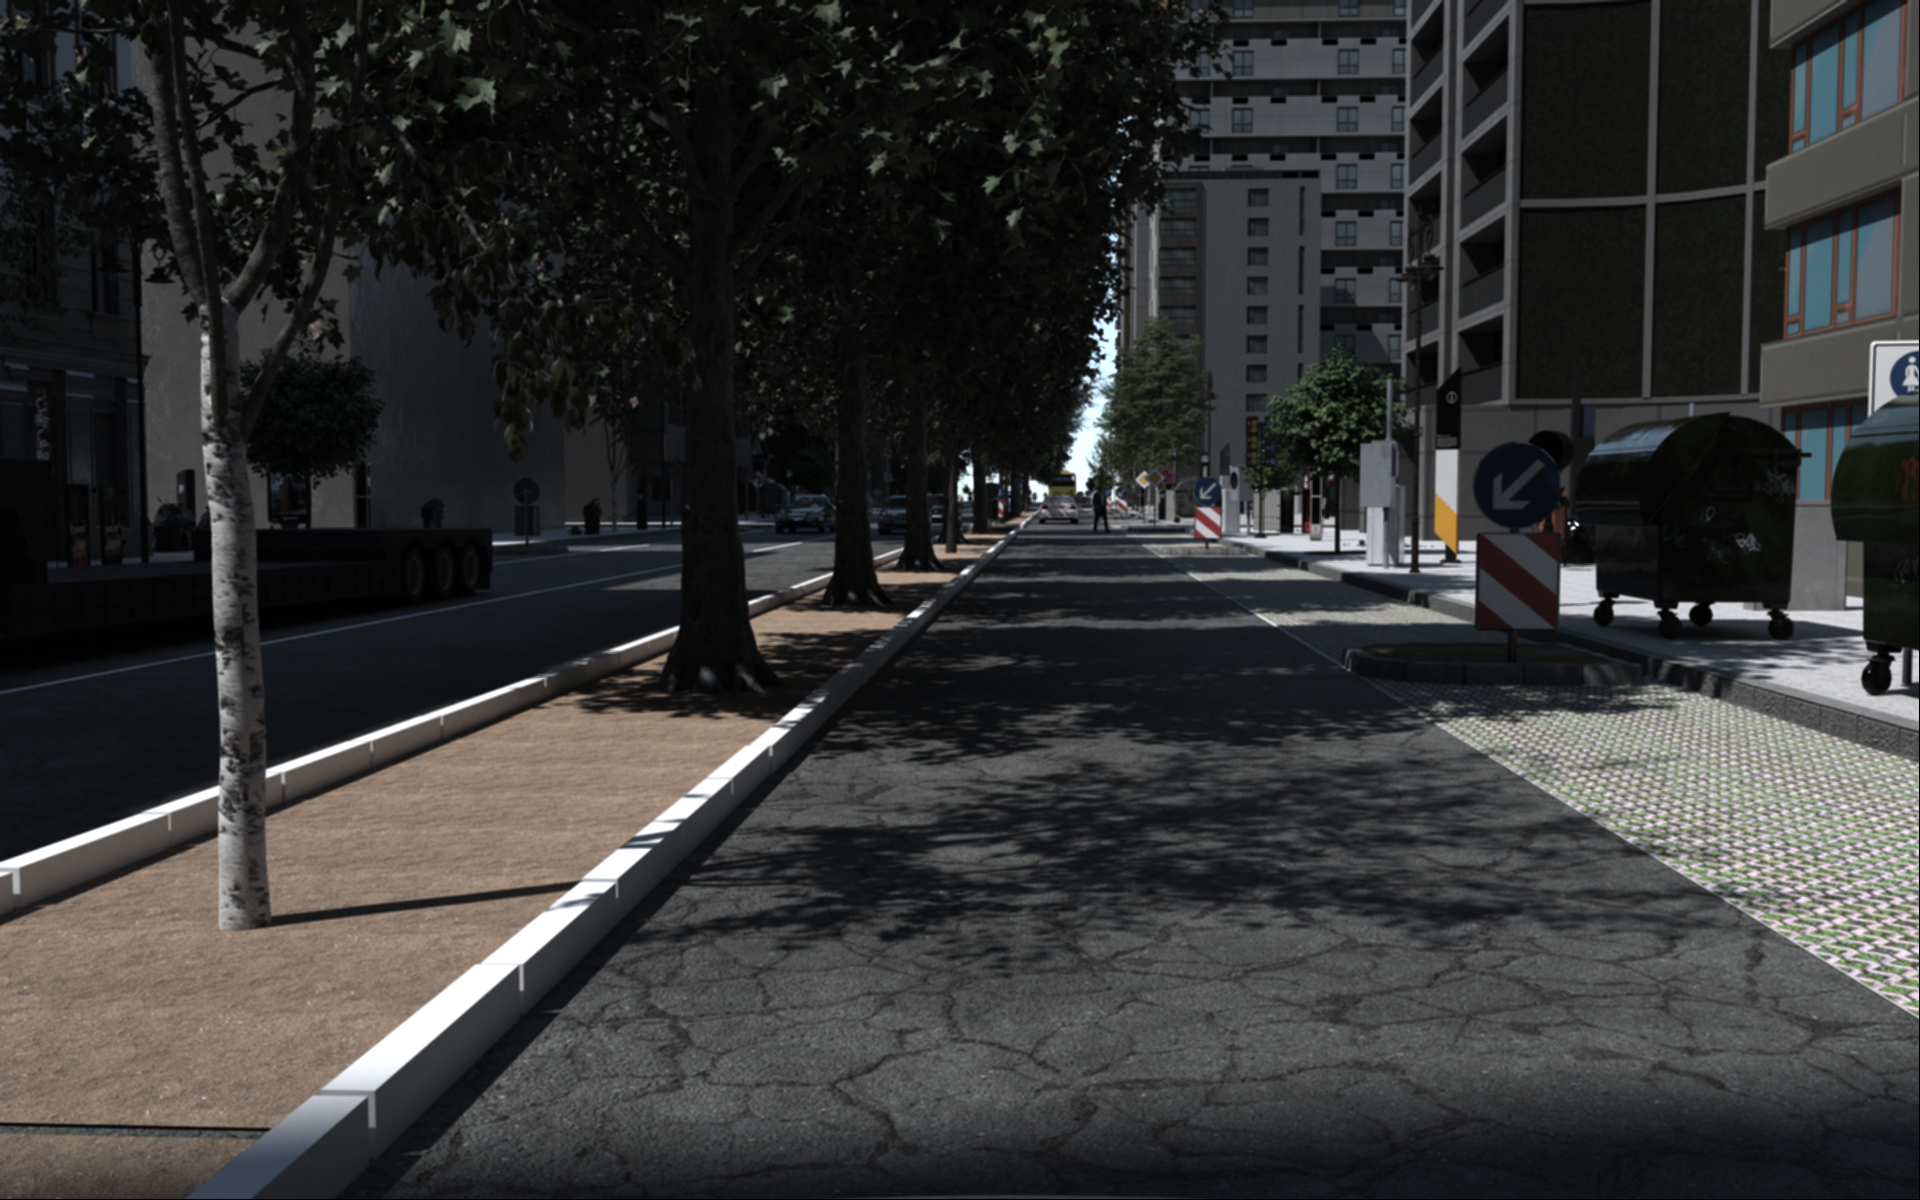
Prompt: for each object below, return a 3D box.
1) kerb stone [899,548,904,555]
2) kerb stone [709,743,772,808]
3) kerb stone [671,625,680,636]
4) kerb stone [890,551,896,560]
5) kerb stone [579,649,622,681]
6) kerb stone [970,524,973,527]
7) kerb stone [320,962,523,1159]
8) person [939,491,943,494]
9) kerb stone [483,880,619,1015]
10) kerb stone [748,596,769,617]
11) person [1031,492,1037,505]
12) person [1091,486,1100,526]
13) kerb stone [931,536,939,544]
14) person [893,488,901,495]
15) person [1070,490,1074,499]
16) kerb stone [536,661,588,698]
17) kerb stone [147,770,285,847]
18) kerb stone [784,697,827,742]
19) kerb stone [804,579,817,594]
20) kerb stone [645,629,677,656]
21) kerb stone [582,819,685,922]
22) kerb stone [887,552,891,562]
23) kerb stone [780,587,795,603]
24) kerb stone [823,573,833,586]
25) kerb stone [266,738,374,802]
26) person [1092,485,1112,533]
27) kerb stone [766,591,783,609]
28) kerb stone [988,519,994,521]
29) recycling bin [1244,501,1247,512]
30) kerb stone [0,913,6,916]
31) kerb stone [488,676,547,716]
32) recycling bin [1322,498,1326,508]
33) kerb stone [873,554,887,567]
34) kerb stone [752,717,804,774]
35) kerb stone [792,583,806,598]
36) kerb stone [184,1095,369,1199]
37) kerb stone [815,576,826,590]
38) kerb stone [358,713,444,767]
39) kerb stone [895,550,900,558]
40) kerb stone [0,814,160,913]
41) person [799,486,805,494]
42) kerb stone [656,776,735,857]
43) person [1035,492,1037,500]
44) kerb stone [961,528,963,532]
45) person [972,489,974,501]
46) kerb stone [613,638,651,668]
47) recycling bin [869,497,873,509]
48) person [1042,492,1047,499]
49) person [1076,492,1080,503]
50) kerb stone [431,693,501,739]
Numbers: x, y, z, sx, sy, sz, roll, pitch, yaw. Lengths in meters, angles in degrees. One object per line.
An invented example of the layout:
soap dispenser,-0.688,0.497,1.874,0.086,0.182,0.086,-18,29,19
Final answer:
kerb stone,-1.422,-1.040,39.203,0.120,0.150,1.000,0,4,3
kerb stone,-1.059,0.848,8.333,0.120,0.150,1.000,0,4,3
kerb stone,-2.692,0.338,16.676,0.120,0.150,1.000,0,4,3
kerb stone,-1.532,-0.915,37.152,0.120,0.150,1.000,0,4,3
kerb stone,-2.862,0.525,13.604,0.120,0.150,1.000,0,4,3
kerb stone,0.640,-3.262,75.544,0.120,0.150,1.000,0,4,3
kerb stone,-1.289,1.099,4.228,0.120,0.150,1.000,0,4,3
person,-2.141,-11.143,190.788,1.348,1.812,0.705,1,4,17
kerb stone,-1.230,1.043,5.260,0.120,0.150,1.000,0,4,3
kerb stone,-2.460,0.086,20.783,0.120,0.150,1.000,0,4,3
person,10.096,-13.906,236.795,0.756,1.711,0.436,1,4,18
person,6.032,-4.166,76.872,0.793,1.790,0.793,-1,4,-18
kerb stone,-0.727,-1.792,51.499,0.120,0.150,1.000,0,4,3
person,-5.135,-8.152,141.153,0.474,1.900,0.648,2,4,31
person,10.660,-9.591,165.246,0.705,1.831,1.348,1,4,12
kerb stone,-2.917,0.588,12.583,0.120,0.150,1.000,0,4,3
kerb stone,-3.211,0.900,7.479,0.120,0.150,1.000,0,4,3
kerb stone,-0.938,0.728,10.374,0.120,0.150,1.000,0,4,3
kerb stone,-2.223,-0.164,24.870,0.120,0.150,1.000,0,4,3
kerb stone,-2.750,0.400,15.648,0.120,0.150,1.000,0,4,3
kerb stone,-1.174,0.973,6.281,0.120,0.150,1.000,0,4,3
kerb stone,-1.592,-0.852,36.127,0.120,0.150,1.000,0,4,3
kerb stone,-2.343,-0.039,22.828,0.120,0.150,1.000,0,4,3
kerb stone,-2.120,-0.287,26.913,0.120,0.150,1.000,0,4,3
kerb stone,-3.148,0.838,8.499,0.120,0.150,1.000,0,4,3
person,5.238,-3.370,63.995,0.661,1.777,0.834,-3,4,-38
kerb stone,-2.400,0.024,21.804,0.120,0.150,1.000,0,4,3
kerb stone,1.793,-4.514,95.999,0.120,0.150,1.000,0,4,3
recycling bin,20.155,-6.849,124.538,0.722,1.027,0.722,-1,4,-16
kerb stone,-3.322,1.035,5.420,0.120,0.150,1.000,0,4,3
kerb stone,-2.979,0.654,11.563,0.120,0.150,1.000,0,4,3
recycling bin,22.065,-5.716,106.009,0.722,1.027,0.722,0,4,1
kerb stone,-1.641,-0.790,35.106,0.120,0.150,1.000,0,4,3
kerb stone,-0.990,0.787,9.353,0.120,0.150,1.000,0,4,3
kerb stone,-2.287,-0.101,23.850,0.120,0.150,1.000,0,4,3
kerb stone,-1.348,1.162,3.197,0.120,0.150,1.000,0,4,3
kerb stone,-2.171,-0.226,25.892,0.120,0.150,1.000,0,4,3
kerb stone,-3.090,0.776,9.521,0.120,0.150,1.000,0,4,3
kerb stone,-1.480,-0.978,38.178,0.120,0.150,1.000,0,4,3
kerb stone,-3.260,0.963,6.451,0.120,0.150,1.000,0,4,3
person,-7.732,-4.705,85.441,0.388,1.821,0.555,1,4,21
kerb stone,-1.115,0.911,7.305,0.120,0.150,1.000,0,4,3
person,13.222,-17.720,299.014,0.721,1.735,1.217,0,4,-6
kerb stone,0.033,-2.604,64.808,0.120,0.150,1.000,0,4,3
person,1.028,-6.743,118.762,0.388,1.821,0.555,0,4,2
kerb stone,-2.804,0.463,14.625,0.120,0.150,1.000,0,4,3
recycling bin,-7.844,-8.170,146.131,0.722,1.027,0.722,-3,4,-36
person,13.215,-15.850,267.658,1.348,1.822,0.705,-1,4,-11
person,17.966,-15.574,263.796,0.551,1.740,0.621,-1,4,-14
kerb stone,-3.028,0.714,10.542,0.120,0.150,1.000,0,4,3
